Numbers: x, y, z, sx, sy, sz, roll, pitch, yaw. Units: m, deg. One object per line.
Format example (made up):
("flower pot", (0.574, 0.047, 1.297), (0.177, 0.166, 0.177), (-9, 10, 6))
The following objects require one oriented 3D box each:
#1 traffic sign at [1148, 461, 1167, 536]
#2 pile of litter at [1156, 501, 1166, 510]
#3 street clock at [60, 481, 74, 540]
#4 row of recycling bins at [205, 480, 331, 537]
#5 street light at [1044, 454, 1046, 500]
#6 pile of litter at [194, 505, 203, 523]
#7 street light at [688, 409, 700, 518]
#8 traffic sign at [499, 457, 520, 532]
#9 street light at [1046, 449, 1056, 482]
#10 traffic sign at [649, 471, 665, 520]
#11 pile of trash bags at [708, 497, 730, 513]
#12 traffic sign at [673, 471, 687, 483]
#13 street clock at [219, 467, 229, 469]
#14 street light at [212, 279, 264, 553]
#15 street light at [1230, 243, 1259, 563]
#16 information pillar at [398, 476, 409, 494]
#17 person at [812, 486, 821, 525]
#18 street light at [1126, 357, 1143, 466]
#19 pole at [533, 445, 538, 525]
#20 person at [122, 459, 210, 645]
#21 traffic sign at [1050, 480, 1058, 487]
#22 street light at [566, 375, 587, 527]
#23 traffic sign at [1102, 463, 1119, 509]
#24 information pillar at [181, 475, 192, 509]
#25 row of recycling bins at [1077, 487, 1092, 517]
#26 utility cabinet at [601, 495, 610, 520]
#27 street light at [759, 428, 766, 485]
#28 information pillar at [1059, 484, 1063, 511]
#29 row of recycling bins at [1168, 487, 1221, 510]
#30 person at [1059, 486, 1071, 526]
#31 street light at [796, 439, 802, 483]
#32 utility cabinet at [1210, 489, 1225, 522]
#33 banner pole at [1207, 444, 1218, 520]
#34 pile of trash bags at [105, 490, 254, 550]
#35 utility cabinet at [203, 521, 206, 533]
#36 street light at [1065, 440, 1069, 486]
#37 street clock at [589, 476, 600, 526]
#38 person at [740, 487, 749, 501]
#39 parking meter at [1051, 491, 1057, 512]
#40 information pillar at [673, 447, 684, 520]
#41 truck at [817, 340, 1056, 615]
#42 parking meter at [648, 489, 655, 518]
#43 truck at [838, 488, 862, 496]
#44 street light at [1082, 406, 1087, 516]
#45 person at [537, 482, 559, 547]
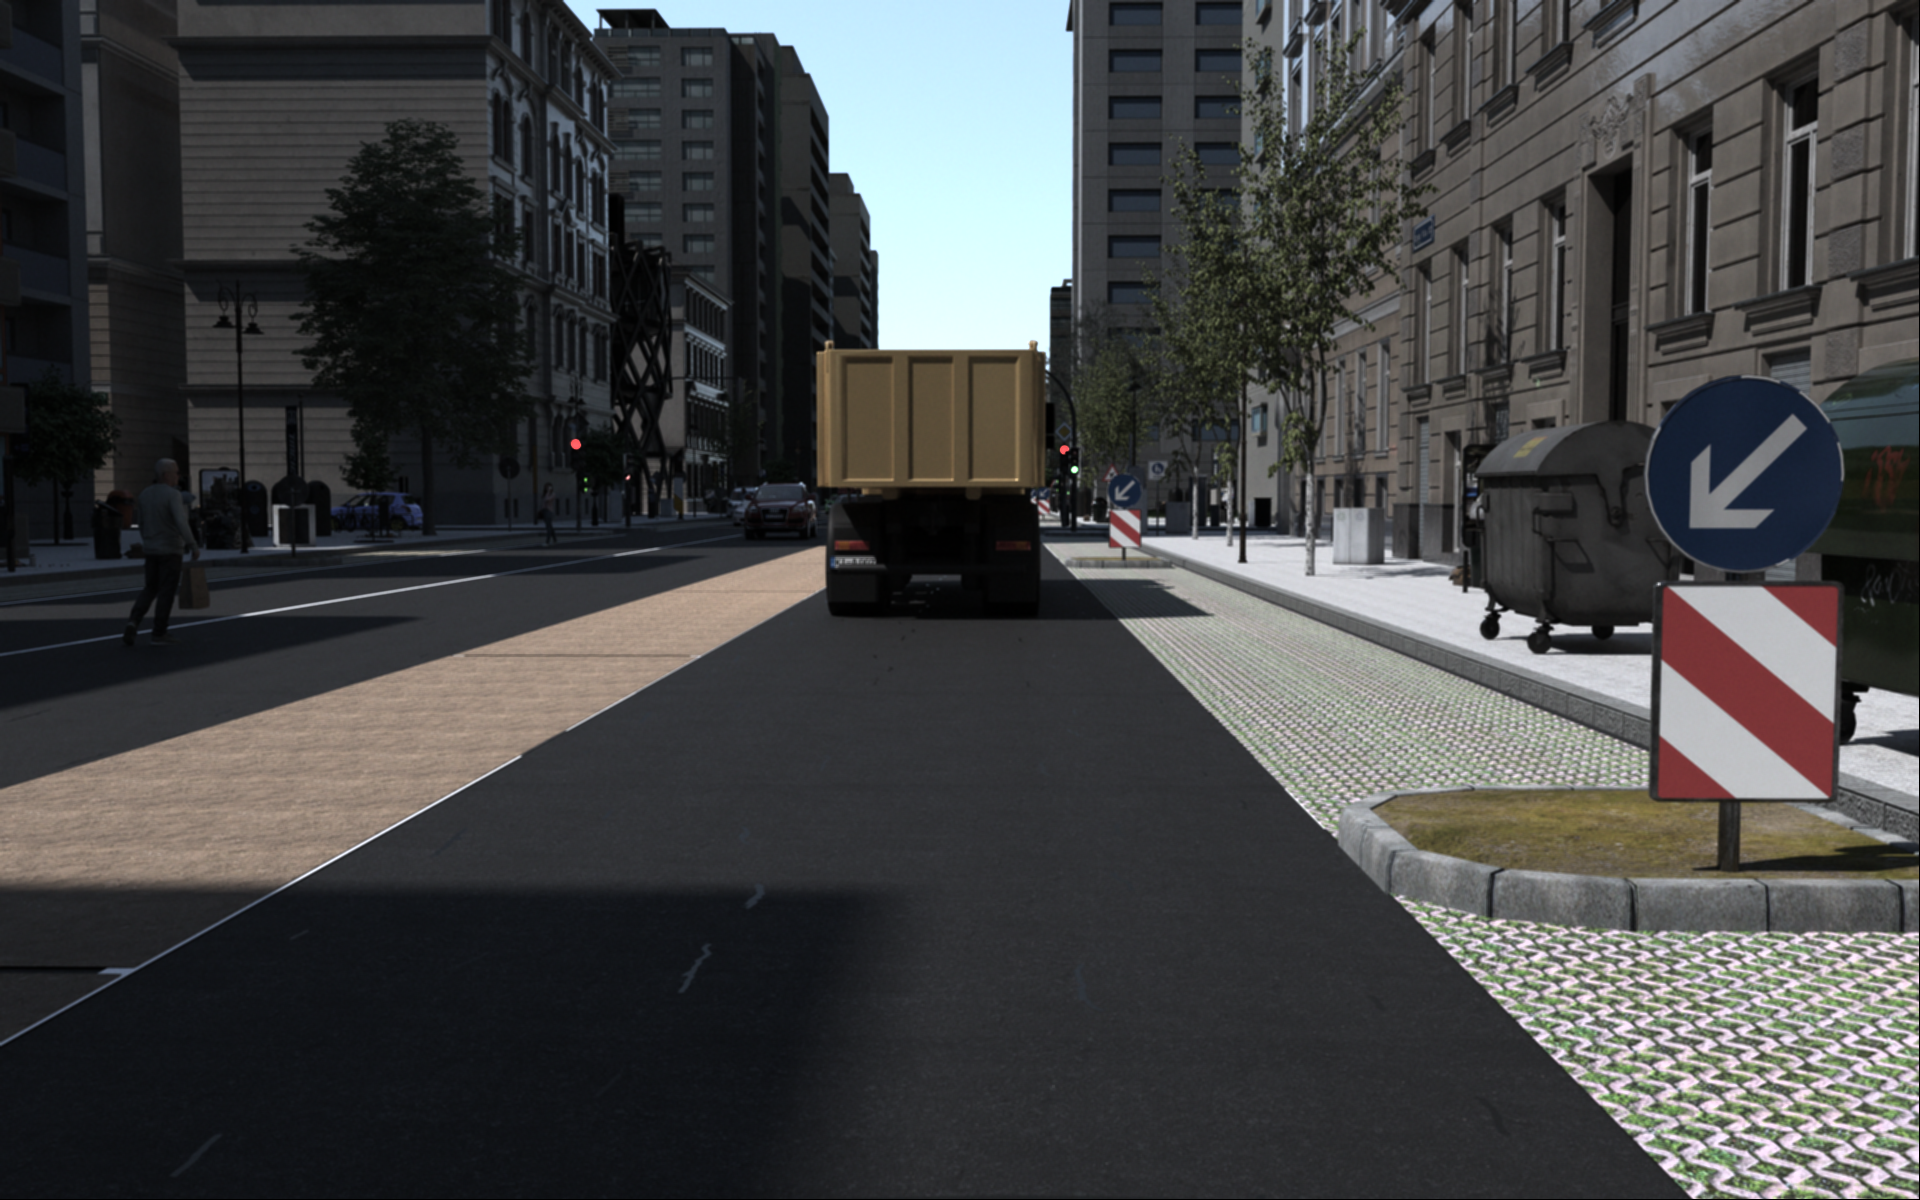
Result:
("traffic sign", (6.030, -3.101, 52.826), (0.606, 2.300, 0.079), (0, 4, 5))
("pile of litter", (12.935, -6.066, 113.143), (1.719, 0.858, 1.176), (1, 4, 12))
("street clock", (-25.094, -2.699, 48.697), (0.471, 2.002, 0.358), (3, 4, 38))
("row of recycling bins", (-20.919, -2.770, 52.397), (3.534, 1.692, 1.069), (-2, 4, -25))
("street light", (8.026, -11.725, 164.488), (0.468, 5.910, 1.993), (0, 4, 1))
("pile of litter", (-30.647, -3.416, 69.819), (1.719, 0.858, 1.176), (0, 4, -5))
("street light", (-14.510, -7.448, 94.562), (0.468, 5.910, 1.993), (0, 4, 1))
("traffic sign", (-15.407, -3.615, 59.210), (0.768, 2.556, 0.104), (1, 4, 11))
("street light", (7.543, -10.314, 141.423), (0.468, 5.910, 1.993), (0, 4, 1))
("traffic sign", (-14.951, -5.155, 85.467), (0.795, 2.450, 0.064), (1, 4, 9))
("pile of trash bags", (-15.607, -6.526, 116.451), (1.912, 1.369, 3.447), (1, 4, 13))
("traffic sign", (-14.652, -5.531, 90.546), (0.768, 2.556, 0.104), (0, 4, 5))
("street clock", (-19.749, -2.568, 46.549), (0.471, 2.002, 0.358), (-1, 4, -22))
("street light", (-15.538, -3.954, 37.432), (0.468, 5.910, 1.993), (0, 4, 1))
("street light", (5.278, -3.632, 32.166), (0.468, 5.910, 1.993), (0, 4, 1))
("information pillar", (-22.447, -4.001, 69.913), (0.304, 2.012, 0.304), (1, 4, 21))
("person", (-6.673, -4.300, 79.165), (0.624, 1.780, 0.694), (-2, 4, -29))
("street light", (5.894, -5.248, 58.598), (0.468, 5.910, 1.993), (0, 4, 1))
("pole", (-17.701, -4.792, 72.192), (0.158, 3.312, 0.155), (0, 3, 0))
("person", (-7.505, -0.452, 16.379), (0.782, 1.767, 0.515), (2, 4, 24))
("traffic sign", (6.975, -7.696, 125.837), (0.884, 2.594, 0.081), (0, 4, 1))
("street light", (-14.937, -5.798, 67.585), (0.468, 5.910, 1.993), (0, 4, 1))
("traffic sign", (6.419, -4.469, 73.079), (0.884, 2.594, 0.081), (1, 4, 9))
("information pillar", (-30.344, -3.883, 67.976), (0.304, 2.012, 0.304), (-1, 4, -11))
("row of recycling bins", (6.965, -5.572, 98.213), (1.069, 1.692, 3.534), (0, 4, 0))
("utility cabinet", (-17.452, -4.546, 85.488), (0.306, 1.237, 1.020), (0, 4, 0))
("street light", (-13.848, -9.065, 120.993), (0.468, 5.910, 1.993), (0, 4, 1))
("information pillar", (7.575, -7.624, 129.141), (0.304, 2.012, 0.304), (2, 4, 34))
("row of recycling bins", (13.332, -5.441, 96.075), (3.534, 1.692, 1.069), (0, 4, 2))
("person", (4.259, -3.731, 69.924), (0.576, 1.772, 0.534), (-1, 4, -18))
("street light", (-13.436, -10.480, 144.127), (0.468, 5.910, 1.993), (0, 4, 1))
("utility cabinet", (11.529, -4.210, 77.513), (0.318, 1.500, 1.173), (2, 4, 28))
("banner pole", (12.654, -5.889, 86.297), (0.401, 3.779, 0.863), (-1, 4, -18))
("pile of trash bags", (-18.398, -1.897, 40.771), (3.447, 1.369, 1.912), (0, 4, 3))
("utility cabinet", (-23.631, -2.827, 54.899), (0.318, 1.500, 1.173), (0, 4, -3))
("street light", (6.972, -8.697, 114.990), (0.468, 5.910, 1.993), (0, 4, 1))
("street clock", (-14.696, -3.982, 69.669), (0.358, 2.002, 0.471), (-3, 5, -45))
("person", (-11.594, -5.213, 93.991), (0.793, 1.790, 0.793), (0, 4, -4))
("parking meter", (6.687, -7.020, 123.194), (0.372, 1.533, 0.369), (0, 3, 0))
("information pillar", (-14.136, -5.851, 87.016), (0.504, 3.616, 0.183), (-2, 4, -27))
("truck", (-0.257, -1.722, 24.078), (3.469, 3.379, 9.791), (0, 4, 1))
("parking meter", (-16.268, -5.069, 91.288), (0.372, 1.533, 0.369), (0, 3, 0))
("truck", (-4.978, -6.305, 91.993), (2.839, 4.237, 11.283), (0, 3, 0))
("street light", (6.428, -7.081, 88.556), (0.468, 5.910, 1.993), (0, 4, 1))
("person", (-11.255, -2.350, 47.519), (0.643, 1.750, 0.593), (-3, 5, -41))
